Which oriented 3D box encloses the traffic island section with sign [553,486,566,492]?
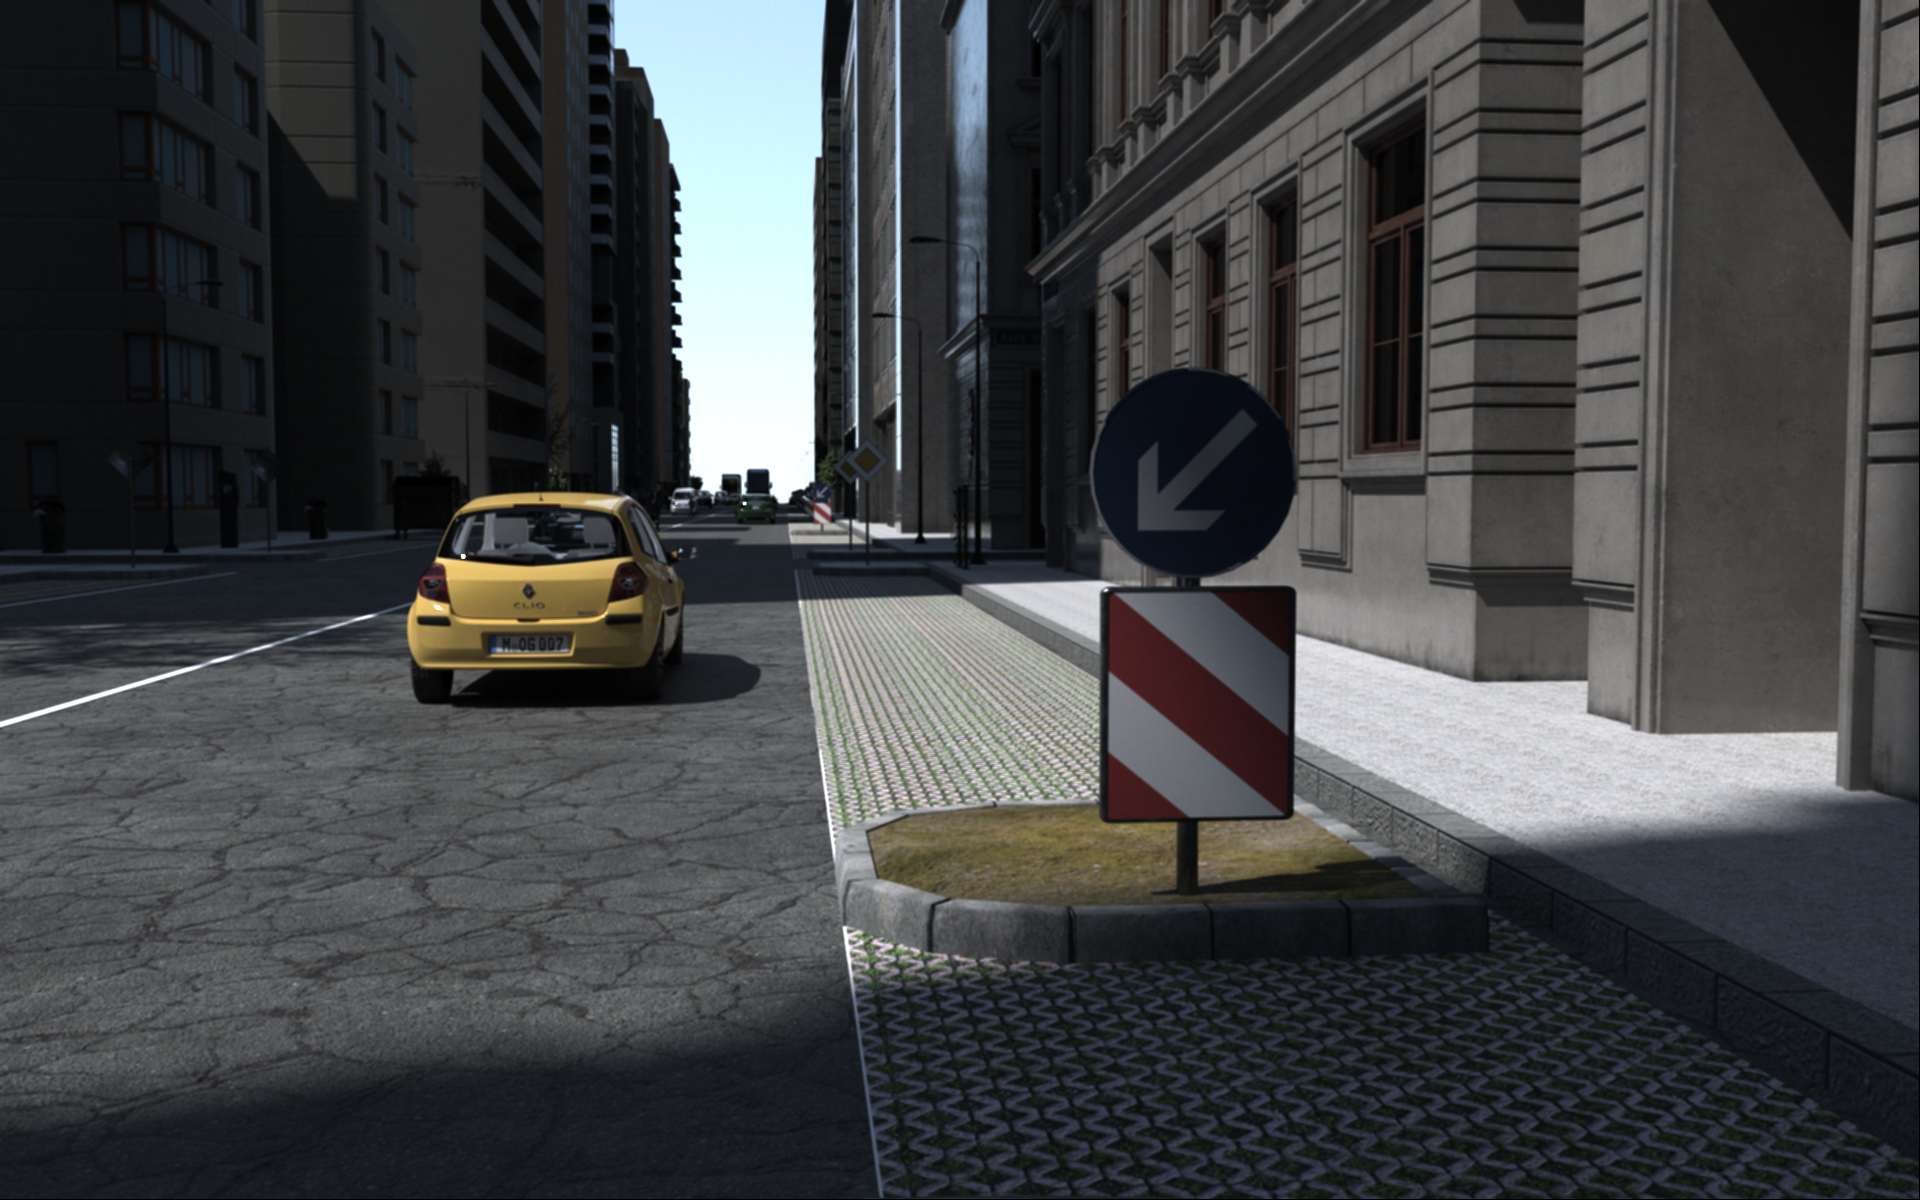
[{"bbox_3d":[-20.227,-4.832,87.634,1.989,1.847,2.006,0,4,-6],"label":"traffic island section with sign"}]

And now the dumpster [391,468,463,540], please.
[{"bbox_3d":[-16.624,-3.003,54.054,1.985,2.255,1.502,0,4,-4],"label":"dumpster"}]

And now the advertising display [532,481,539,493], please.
[{"bbox_3d":[-21.853,-5.132,89.121,0.123,1.923,0.974,0,4,0],"label":"advertising display"}]

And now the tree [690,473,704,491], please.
[{"bbox_3d":[-41.641,-17.551,270.675,4.285,4.588,4.351,0,3,0],"label":"tree"}]

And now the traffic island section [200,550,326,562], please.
[{"bbox_3d":[-15.185,-0.963,38.028,2.009,0.180,2.903,0,4,-6],"label":"traffic island section"}]

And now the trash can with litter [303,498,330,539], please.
[{"bbox_3d":[-18.278,-2.315,49.233,0.624,1.170,1.055,-1,4,-13],"label":"trash can with litter"}]

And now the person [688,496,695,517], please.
[{"bbox_3d":[-16.825,-5.865,108.667,0.640,1.303,0.475,2,4,34],"label":"person"}]

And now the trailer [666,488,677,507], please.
[{"bbox_3d":[-28.347,-10.037,171.161,1.471,1.999,3.904,0,4,-6],"label":"trailer"}]

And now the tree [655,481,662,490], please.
[{"bbox_3d":[-33.264,-11.869,188.664,1.663,3.219,1.824,0,3,0],"label":"tree"}]

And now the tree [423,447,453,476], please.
[{"bbox_3d":[-22.049,-4.752,72.292,1.663,3.219,1.824,0,3,0],"label":"tree"}]

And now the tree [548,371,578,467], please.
[{"bbox_3d":[-24.658,-9.237,101.387,4.737,8.622,4.395,0,3,0],"label":"tree"}]

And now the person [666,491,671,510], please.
[{"bbox_3d":[-25.569,-8.738,152.162,0.445,1.727,0.742,0,4,0],"label":"person"}]

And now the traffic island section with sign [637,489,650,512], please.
[{"bbox_3d":[-25.278,-7.887,137.581,1.989,1.847,2.006,0,4,-6],"label":"traffic island section with sign"}]

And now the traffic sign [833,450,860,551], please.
[{"bbox_3d":[-2.481,-2.176,39.228,0.795,2.450,0.064,0,4,-6],"label":"traffic sign"}]

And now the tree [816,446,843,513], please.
[{"bbox_3d":[-8.019,-8.155,117.041,4.285,4.588,4.351,0,3,0],"label":"tree"}]

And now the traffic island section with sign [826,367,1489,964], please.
[{"bbox_3d":[0.555,0.148,6.213,1.989,1.847,2.006,0,4,-6],"label":"traffic island section with sign"}]

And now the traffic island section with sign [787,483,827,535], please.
[{"bbox_3d":[-4.940,-3.175,60.535,1.989,1.847,2.006,0,4,-6],"label":"traffic island section with sign"}]

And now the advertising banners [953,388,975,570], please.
[{"bbox_3d":[0.075,-2.042,29.580,0.090,3.025,2.074,-1,4,-8],"label":"advertising banners"}]

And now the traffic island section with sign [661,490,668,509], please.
[{"bbox_3d":[-28.001,-9.527,164.398,1.989,1.847,2.006,0,4,-6],"label":"traffic island section with sign"}]

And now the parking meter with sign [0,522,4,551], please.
[{"bbox_3d":[-22.234,-2.576,38.371,1.738,3.016,0.543,-2,4,-33],"label":"parking meter with sign"}]

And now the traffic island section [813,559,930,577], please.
[{"bbox_3d":[-1.654,-0.555,31.362,2.009,0.180,2.903,0,4,-6],"label":"traffic island section"}]

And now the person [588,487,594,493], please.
[{"bbox_3d":[-17.814,-4.534,83.226,0.643,1.750,0.593,0,4,4],"label":"person"}]

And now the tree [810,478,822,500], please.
[{"bbox_3d":[-17.006,-12.824,204.277,1.663,3.219,1.824,0,3,0],"label":"tree"}]

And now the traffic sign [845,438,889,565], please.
[{"bbox_3d":[-1.677,-1.691,31.283,0.795,2.450,0.064,0,4,-6],"label":"traffic sign"}]

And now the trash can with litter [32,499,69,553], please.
[{"bbox_3d":[-19.711,-1.601,37.564,0.624,1.170,1.055,-1,4,-21],"label":"trash can with litter"}]

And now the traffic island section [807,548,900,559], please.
[{"bbox_3d":[-2.458,-1.041,39.307,2.009,0.180,2.903,0,4,-6],"label":"traffic island section"}]

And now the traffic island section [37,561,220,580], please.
[{"bbox_3d":[-14.381,-0.477,30.083,2.009,0.180,2.903,0,4,-6],"label":"traffic island section"}]

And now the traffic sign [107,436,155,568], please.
[{"bbox_3d":[-14.358,-1.614,30.024,0.795,2.450,0.064,0,4,-6],"label":"traffic sign"}]

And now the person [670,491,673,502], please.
[{"bbox_3d":[-25.650,-8.886,154.574,1.217,1.735,0.721,3,5,40],"label":"person"}]

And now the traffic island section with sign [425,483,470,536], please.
[{"bbox_3d":[-17.459,-3.166,60.397,1.989,1.847,2.006,0,4,-6],"label":"traffic island section with sign"}]

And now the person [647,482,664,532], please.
[{"bbox_3d":[-11.496,-3.526,65.509,0.648,1.900,0.474,-1,4,-14],"label":"person"}]

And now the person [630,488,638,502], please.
[{"bbox_3d":[-19.881,-5.925,105.477,0.635,1.810,0.391,2,4,28],"label":"person"}]

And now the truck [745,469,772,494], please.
[{"bbox_3d":[-20.979,-11.581,179.107,2.967,4.110,18.799,0,4,-6],"label":"truck"}]

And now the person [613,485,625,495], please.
[{"bbox_3d":[-15.863,-4.389,80.359,0.679,1.850,0.850,0,4,-7],"label":"person"}]

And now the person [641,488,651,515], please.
[{"bbox_3d":[-21.154,-6.695,118.050,1.350,1.814,0.705,1,4,13],"label":"person"}]

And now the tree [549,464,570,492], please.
[{"bbox_3d":[-25.941,-7.126,111.119,1.663,3.219,1.824,0,3,0],"label":"tree"}]

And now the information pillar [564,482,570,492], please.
[{"bbox_3d":[-24.751,-6.398,109.091,0.304,2.012,0.304,0,4,1],"label":"information pillar"}]

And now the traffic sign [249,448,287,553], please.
[{"bbox_3d":[-15.163,-2.099,37.969,0.795,2.450,0.064,0,4,-6],"label":"traffic sign"}]

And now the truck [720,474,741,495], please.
[{"bbox_3d":[-32.306,-15.647,244.745,2.839,4.237,11.283,0,4,-5],"label":"truck"}]

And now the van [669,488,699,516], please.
[{"bbox_3d":[-18.579,-6.710,116.727,2.013,2.044,4.112,0,4,-6],"label":"van"}]

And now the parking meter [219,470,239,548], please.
[{"bbox_3d":[-17.420,-2.177,41.303,0.399,1.863,0.255,-1,4,-11],"label":"parking meter"}]

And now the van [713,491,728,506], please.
[{"bbox_3d":[-30.144,-12.923,218.306,2.013,2.044,4.112,0,4,-4],"label":"van"}]
